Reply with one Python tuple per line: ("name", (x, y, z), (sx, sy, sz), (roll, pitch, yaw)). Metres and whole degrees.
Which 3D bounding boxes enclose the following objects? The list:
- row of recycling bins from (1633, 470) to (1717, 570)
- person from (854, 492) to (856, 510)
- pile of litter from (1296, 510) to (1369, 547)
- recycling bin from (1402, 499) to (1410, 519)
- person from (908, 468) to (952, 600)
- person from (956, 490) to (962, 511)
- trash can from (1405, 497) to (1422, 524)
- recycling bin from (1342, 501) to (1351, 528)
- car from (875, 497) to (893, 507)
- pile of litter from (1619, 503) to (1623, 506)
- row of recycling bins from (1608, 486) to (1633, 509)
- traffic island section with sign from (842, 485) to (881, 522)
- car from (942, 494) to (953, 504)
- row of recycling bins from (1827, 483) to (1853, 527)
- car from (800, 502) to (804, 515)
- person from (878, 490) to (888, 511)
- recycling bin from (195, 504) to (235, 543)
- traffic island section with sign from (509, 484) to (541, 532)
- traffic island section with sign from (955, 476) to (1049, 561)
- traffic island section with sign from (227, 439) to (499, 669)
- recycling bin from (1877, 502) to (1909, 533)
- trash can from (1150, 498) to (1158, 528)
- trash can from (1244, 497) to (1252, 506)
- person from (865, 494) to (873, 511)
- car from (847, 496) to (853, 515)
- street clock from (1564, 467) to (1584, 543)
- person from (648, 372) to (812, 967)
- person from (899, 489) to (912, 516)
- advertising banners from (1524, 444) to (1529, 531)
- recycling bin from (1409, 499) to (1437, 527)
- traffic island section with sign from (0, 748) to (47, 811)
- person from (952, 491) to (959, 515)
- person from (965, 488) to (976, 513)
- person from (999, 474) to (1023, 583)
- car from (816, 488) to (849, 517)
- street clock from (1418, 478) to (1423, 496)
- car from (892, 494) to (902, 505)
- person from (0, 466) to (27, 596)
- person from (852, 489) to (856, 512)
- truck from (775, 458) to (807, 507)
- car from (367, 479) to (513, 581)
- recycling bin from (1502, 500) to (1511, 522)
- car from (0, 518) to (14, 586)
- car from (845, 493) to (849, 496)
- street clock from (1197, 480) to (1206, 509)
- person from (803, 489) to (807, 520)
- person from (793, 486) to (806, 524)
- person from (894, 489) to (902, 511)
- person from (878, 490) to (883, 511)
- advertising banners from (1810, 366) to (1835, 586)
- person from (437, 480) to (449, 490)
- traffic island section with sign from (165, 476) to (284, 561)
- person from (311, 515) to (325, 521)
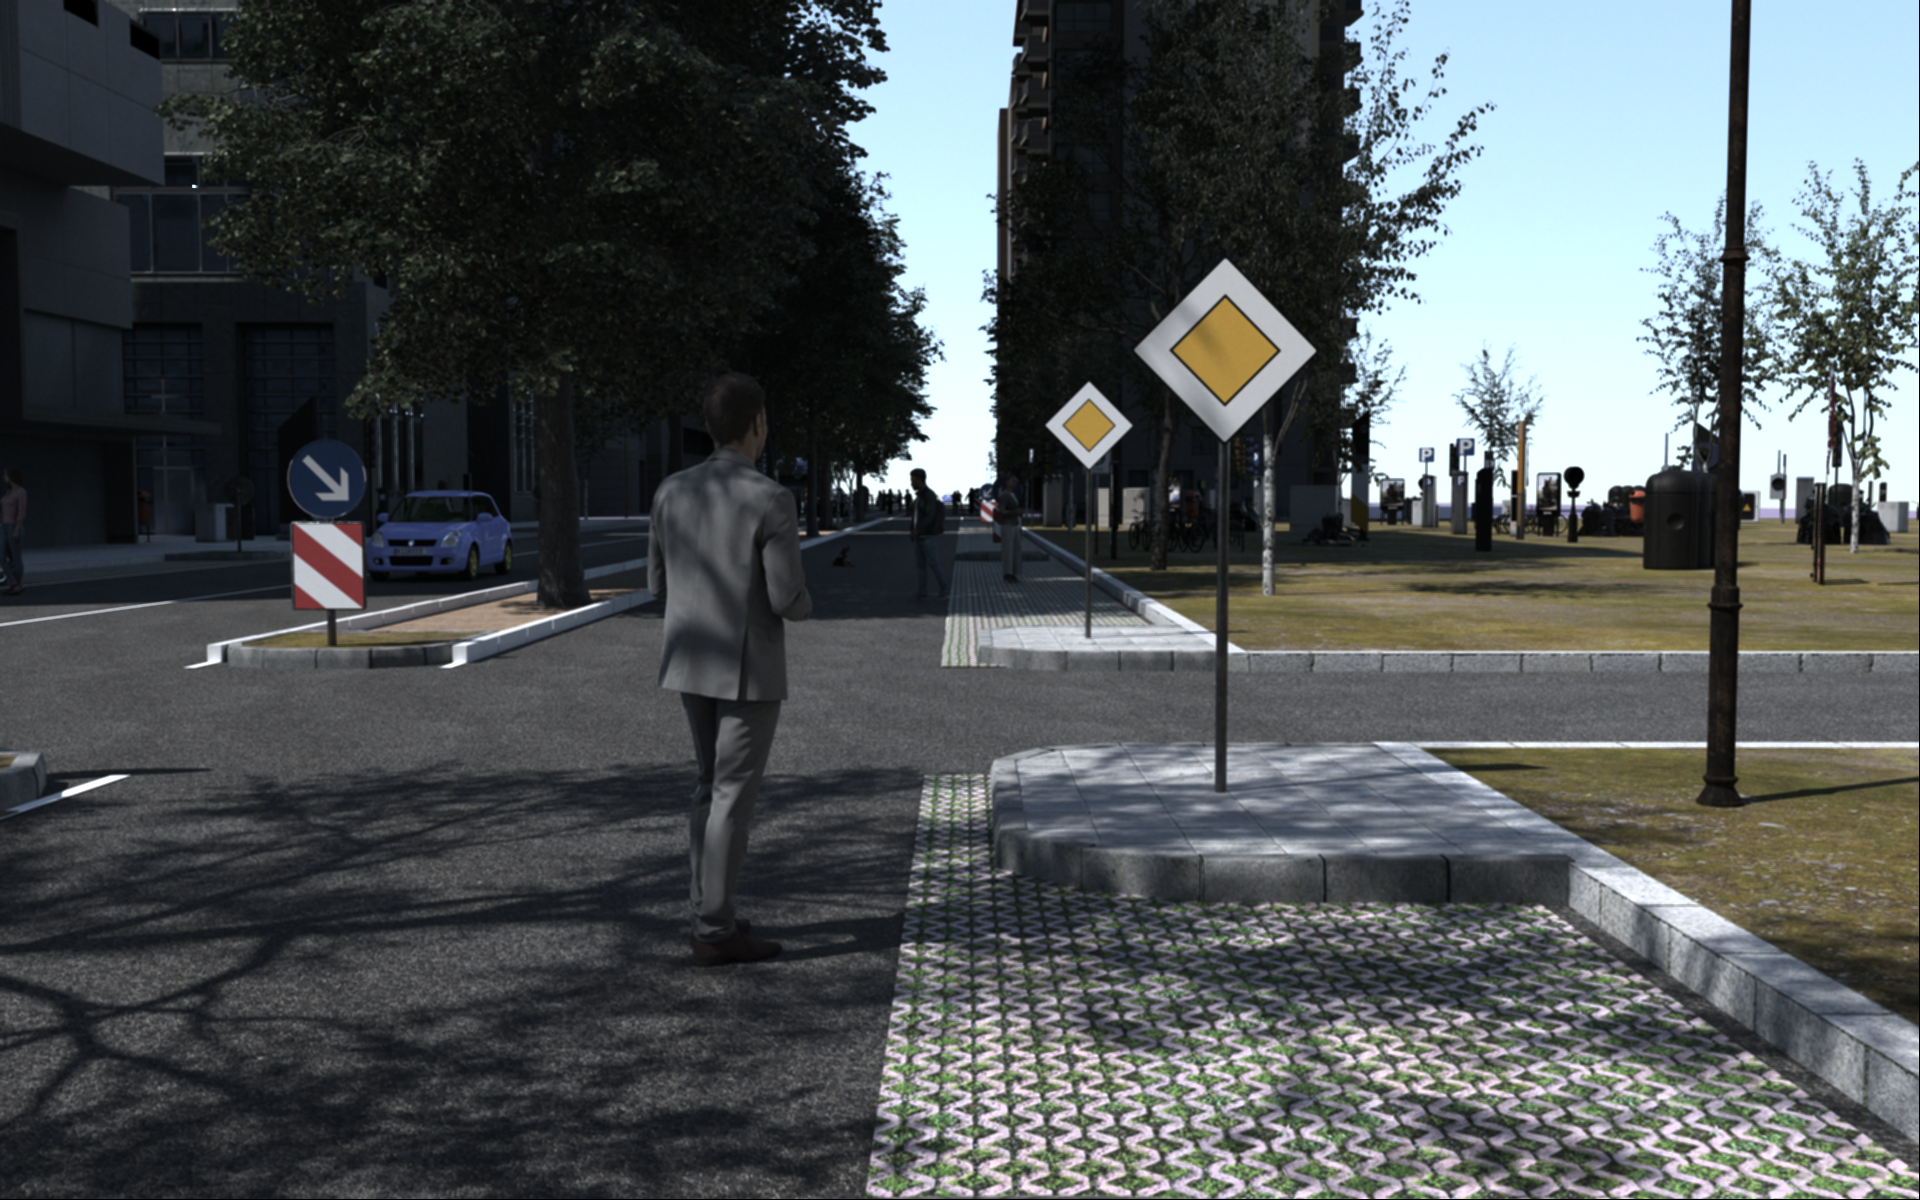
("row of recycling bins", (12.837, -1.435, 30.572), (1.069, 1.692, 3.534), (2, 4, 32))
("person", (-9.469, -9.114, 158.452), (0.436, 1.711, 0.756), (0, 4, -1))
("pile of litter", (9.189, -1.754, 42.640), (1.719, 0.858, 1.176), (1, 4, 22))
("recycling bin", (23.274, -4.692, 89.261), (0.722, 1.027, 0.722), (-1, 4, -18))
("person", (-0.476, -0.891, 23.424), (0.721, 1.781, 0.623), (-2, 4, -31))
("person", (-0.043, -8.484, 147.658), (0.683, 1.767, 0.568), (-1, 4, -17))
("trash can", (19.394, -3.814, 74.005), (0.748, 1.137, 0.748), (0, 3, 0))
("recycling bin", (14.587, -3.311, 66.685), (0.722, 1.027, 0.722), (-1, 4, -18))
("car", (-8.522, -11.222, 193.707), (2.015, 1.641, 3.980), (0, 4, 0))
("pile of litter", (30.623, -4.065, 80.428), (1.719, 0.858, 1.176), (2, 4, 32))
("row of recycling bins", (32.839, -4.725, 84.359), (1.069, 1.692, 3.534), (-1, 4, -15))
("traffic island section with sign", (-5.107, -5.024, 90.272), (2.006, 1.907, 1.989), (0, 4, 0))
("car", (-1.556, -13.751, 234.422), (1.945, 1.707, 3.694), (0, 4, 1))
("row of recycling bins", (34.853, -3.752, 68.453), (1.069, 1.692, 3.534), (2, 4, 28))
("car", (-11.729, -6.517, 118.916), (2.083, 1.381, 4.827), (0, 4, -1))
("person", (-6.474, -8.457, 146.855), (0.705, 1.814, 1.350), (-3, 5, -44))
("recycling bin", (-19.841, -2.053, 46.117), (0.722, 1.027, 0.722), (1, 4, 19))
("traffic island section with sign", (-15.849, -3.469, 65.338), (1.989, 1.847, 2.006), (0, 4, 0))
("traffic island section with sign", (0.899, -1.771, 37.584), (1.989, 1.847, 2.006), (0, 4, 0))
("traffic island section with sign", (-5.287, -0.428, 15.134), (2.006, 1.907, 1.989), (0, 4, 0))
("recycling bin", (30.965, -2.749, 57.502), (0.722, 1.027, 0.722), (-2, 4, -35))
("trash can", (7.257, -3.248, 64.755), (0.748, 1.137, 0.748), (0, 3, 0))
("trash can", (13.616, -4.225, 80.739), (0.748, 1.137, 0.748), (0, 3, 0))
("person", (-7.666, -8.211, 142.734), (1.348, 1.826, 0.705), (-3, 5, -39))
("car", (-8.111, -6.362, 116.017), (2.014, 1.417, 4.499), (0, 4, 0))
("street clock", (16.197, -2.518, 45.734), (0.471, 2.002, 0.358), (-1, 4, -12))
("person", (-0.657, 0.202, 5.403), (0.606, 1.804, 0.583), (2, 4, 30))
("person", (-3.543, -6.366, 113.114), (0.750, 1.759, 0.617), (-2, 4, -32))
("advertising banners", (19.520, -3.898, 59.920), (0.090, 3.025, 2.074), (2, 4, 26))
("recycling bin", (18.240, -3.394, 68.042), (0.722, 1.027, 0.722), (3, 5, 41))
("traffic island section with sign", (-5.315, 0.025, 7.727), (2.006, 1.907, 1.989), (0, 4, 0))
("person", (-0.297, -6.795, 121.072), (0.593, 1.643, 0.415), (2, 4, 32))
("person", (0.807, -6.704, 117.747), (1.348, 1.869, 0.705), (-3, 5, -41))
("person", (0.839, -1.144, 27.754), (0.362, 1.759, 0.519), (2, 4, 25))
("car", (-8.282, -6.262, 111.058), (2.281, 1.827, 5.304), (0, 4, 1))
("street clock", (20.460, -4.397, 76.461), (0.471, 2.002, 0.358), (1, 4, 14))
("car", (-8.338, -12.846, 221.824), (2.131, 1.459, 4.920), (0, 4, -1))
("person", (-13.460, -0.982, 24.562), (0.555, 1.821, 0.388), (2, 4, 26))
("person", (-8.208, -7.746, 135.143), (1.348, 1.824, 0.705), (-3, 4, -36))
("truck", (-12.357, -8.885, 135.034), (2.967, 4.110, 18.799), (0, 4, -2))
("car", (-8.881, -1.229, 29.691), (1.945, 1.707, 3.694), (0, 4, -1))
("recycling bin", (22.893, -3.630, 71.903), (0.722, 1.027, 0.722), (1, 4, 20))
("car", (-15.685, -1.012, 25.348), (1.959, 1.807, 4.718), (0, 3, 0))
("car", (-12.860, -11.278, 193.988), (1.945, 1.707, 3.694), (0, 4, -1))
("street clock", (12.196, -5.071, 87.480), (0.358, 2.002, 0.471), (3, 5, 43))
("person", (-8.329, -5.273, 95.431), (0.721, 1.743, 1.217), (0, 4, 2))
("person", (-7.611, -4.498, 82.227), (0.709, 1.800, 0.728), (-1, 4, -17))
("person", (-5.261, -8.504, 147.415), (0.599, 1.838, 0.709), (-2, 4, -25))
("person", (-6.864, -8.561, 149.145), (0.551, 1.740, 0.621), (2, 4, 30))
("advertising banners", (12.255, -1.737, 24.595), (0.090, 3.025, 2.074), (1, 4, 22))
("person", (-11.621, -1.825, 38.928), (0.593, 1.750, 0.643), (2, 4, 28))
("traffic island section with sign", (-15.922, -1.782, 37.766), (1.989, 1.847, 2.006), (0, 4, 0))
("person", (-11.348, -1.265, 30.990), (0.330, 1.601, 0.589), (1, 4, 21))
